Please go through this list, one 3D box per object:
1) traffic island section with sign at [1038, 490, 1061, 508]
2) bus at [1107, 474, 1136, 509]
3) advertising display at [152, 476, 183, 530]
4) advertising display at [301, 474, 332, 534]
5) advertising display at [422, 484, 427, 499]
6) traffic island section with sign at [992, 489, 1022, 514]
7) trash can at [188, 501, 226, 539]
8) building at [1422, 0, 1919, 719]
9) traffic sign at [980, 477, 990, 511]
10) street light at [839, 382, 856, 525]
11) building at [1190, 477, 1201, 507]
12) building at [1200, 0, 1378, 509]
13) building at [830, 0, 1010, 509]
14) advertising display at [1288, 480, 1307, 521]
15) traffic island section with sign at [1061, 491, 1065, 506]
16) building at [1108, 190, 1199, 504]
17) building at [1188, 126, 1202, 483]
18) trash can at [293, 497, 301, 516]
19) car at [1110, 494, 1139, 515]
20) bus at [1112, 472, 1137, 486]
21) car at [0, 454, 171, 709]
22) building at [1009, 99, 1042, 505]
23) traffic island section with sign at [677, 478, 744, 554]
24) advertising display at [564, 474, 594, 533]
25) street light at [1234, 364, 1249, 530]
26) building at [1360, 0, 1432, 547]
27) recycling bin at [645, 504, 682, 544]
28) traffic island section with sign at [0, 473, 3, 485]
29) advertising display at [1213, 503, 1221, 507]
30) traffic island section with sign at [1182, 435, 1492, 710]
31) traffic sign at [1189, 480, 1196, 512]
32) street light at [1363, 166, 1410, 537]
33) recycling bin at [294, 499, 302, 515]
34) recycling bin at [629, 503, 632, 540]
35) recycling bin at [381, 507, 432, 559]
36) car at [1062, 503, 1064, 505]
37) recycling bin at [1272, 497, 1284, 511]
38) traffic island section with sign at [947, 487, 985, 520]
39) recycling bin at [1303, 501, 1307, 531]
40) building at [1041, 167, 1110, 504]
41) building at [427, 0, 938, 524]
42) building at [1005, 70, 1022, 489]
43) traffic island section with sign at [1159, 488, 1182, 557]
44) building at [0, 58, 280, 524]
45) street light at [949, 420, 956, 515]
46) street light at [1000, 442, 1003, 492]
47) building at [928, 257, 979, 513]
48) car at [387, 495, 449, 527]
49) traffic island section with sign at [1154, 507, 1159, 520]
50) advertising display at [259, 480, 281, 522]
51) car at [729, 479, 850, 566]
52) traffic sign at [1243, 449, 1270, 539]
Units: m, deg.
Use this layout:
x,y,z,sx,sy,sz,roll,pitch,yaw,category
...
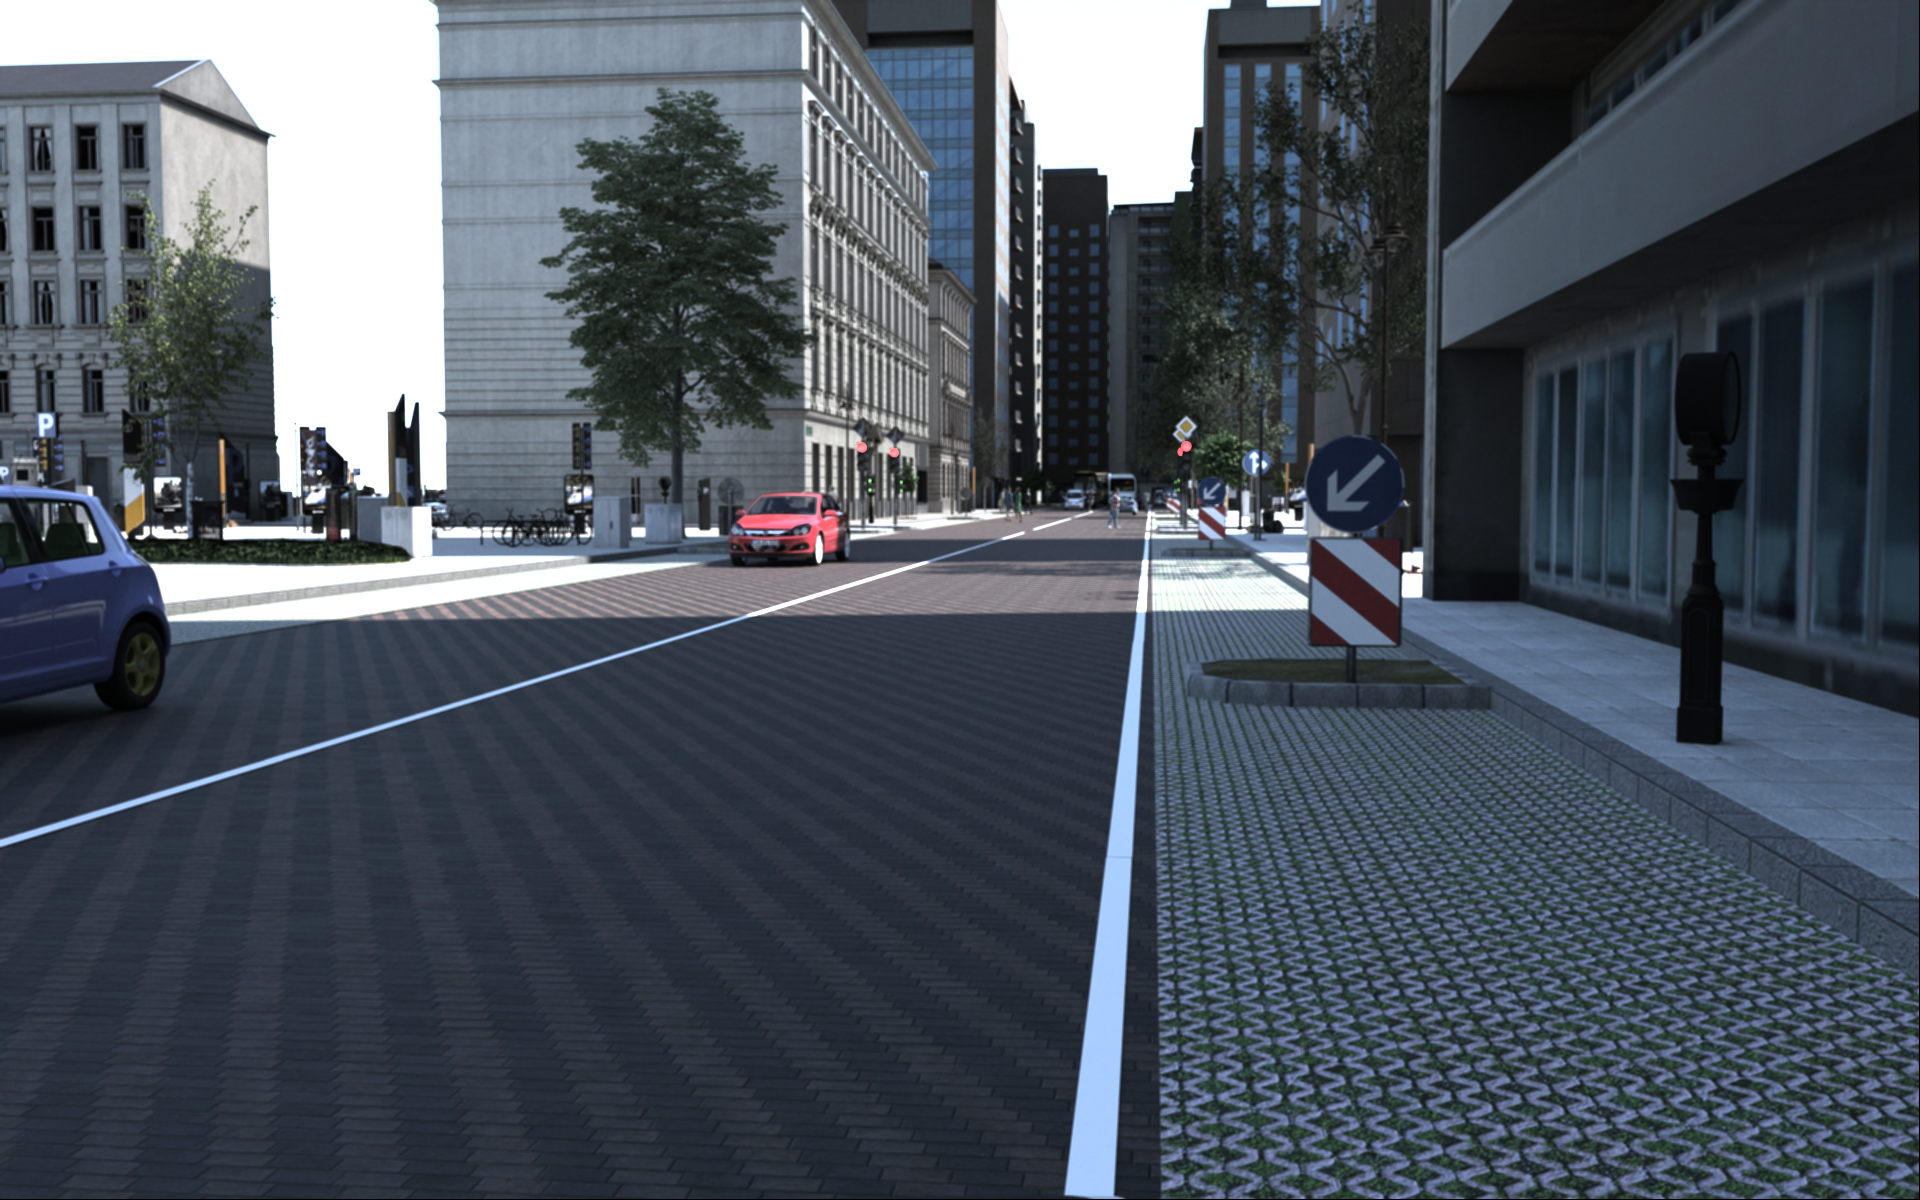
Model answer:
x,y,z,sx,sy,sz,roll,pitch,yaw,category
8.806,-10.022,172.479,1.989,1.847,2.006,0,4,6,traffic island section with sign
15.761,-10.629,168.649,2.948,3.499,13.247,0,4,5,bus
-28.263,-3.462,61.813,0.974,1.923,0.123,-2,4,-35,advertising display
-20.651,-3.084,55.643,0.974,1.923,0.123,-3,5,-43,advertising display
-33.338,-6.275,107.807,0.123,1.923,0.974,-2,4,-27,advertising display
3.363,-6.999,123.062,1.989,1.847,2.006,0,4,6,traffic island section with sign
-16.110,-1.556,37.090,0.748,1.137,0.748,0,3,0,trash can
15.198,-23.538,8.547,21.300,48.544,21.600,0,4,6,building
1.864,-7.815,127.878,0.768,2.556,0.104,1,4,14,traffic sign
-4.659,-6.053,71.749,0.468,5.910,1.993,0,4,6,street light
39.891,-29.603,175.897,32.217,40.220,23.993,0,4,6,building
29.129,-31.043,157.657,14.600,45.320,14.200,0,4,6,building
-3.075,-30.817,153.965,14.600,45.320,14.200,0,4,6,building
15.906,-4.658,81.377,0.974,1.923,0.123,1,4,9,advertising display
11.761,-11.660,199.273,1.989,1.847,2.006,0,4,6,traffic island section with sign
27.238,-33.774,235.792,14.086,41.232,14.154,0,4,6,building
37.976,-33.527,202.792,22.147,44.769,28.867,0,4,6,building
-38.848,-5.473,101.141,0.748,1.137,0.748,0,3,0,trash can
11.211,-6.503,118.330,2.014,1.417,4.499,0,4,8,car
17.836,-12.105,189.461,2.896,3.916,12.252,0,4,6,bus
-6.373,-0.045,10.330,1.945,1.707,3.694,0,4,4,car
-1.187,-35.911,210.850,21.600,48.544,21.300,0,4,6,building
-5.606,-2.029,41.809,1.989,1.847,2.006,0,4,6,traffic island section with sign
-12.479,-3.153,56.758,0.974,1.923,0.123,-2,4,-32,advertising display
9.970,-5.423,61.458,0.468,5.910,1.993,0,4,6,street light
17.408,-24.235,46.349,14.600,45.320,14.200,0,4,6,building
-7.631,-1.958,44.562,0.722,1.027,0.722,1,4,20,recycling bin
-8.636,-0.352,14.383,1.989,1.847,2.006,0,4,6,traffic island section with sign
12.679,-4.930,85.815,0.123,1.923,0.974,2,4,35,advertising display
2.641,-0.236,12.480,1.989,1.847,2.006,0,4,6,traffic island section with sign
16.947,-7.581,126.084,0.606,2.300,0.079,1,4,15,traffic sign
6.080,-3.183,24.834,0.468,5.910,1.993,0,4,6,street light
-41.276,-5.810,107.543,0.722,1.027,0.722,-1,4,-17,recycling bin
-9.602,-2.180,48.205,0.722,1.027,0.722,1,4,16,recycling bin
-11.073,-1.353,34.669,0.722,1.027,0.722,1,4,13,recycling bin
13.652,-12.779,218.533,1.945,1.707,3.694,0,4,5,car
23.690,-7.120,128.965,0.722,1.027,0.722,1,4,21,recycling bin
0.366,-5.347,96.046,1.989,1.847,2.006,0,4,6,traffic island section with sign
12.223,-2.863,59.364,0.722,1.027,0.722,-1,4,-11,recycling bin
13.138,-35.885,236.832,14.200,45.320,14.600,0,4,6,building
-12.020,-19.445,94.336,17.030,29.872,44.131,0,4,6,building
-5.274,-31.896,176.123,22.147,44.769,28.867,0,4,6,building
5.672,-1.916,39.952,1.989,1.847,2.006,0,4,6,traffic island section with sign
-42.480,-14.122,80.044,18.267,20.994,9.793,0,4,6,building
-0.486,-8.309,108.637,0.468,5.910,1.993,0,4,6,street light
3.527,-10.570,145.610,0.468,5.910,1.993,0,4,6,street light
-4.858,-15.969,125.718,10.561,19.102,19.286,0,4,6,building
-23.088,-3.570,70.367,4.499,1.417,2.014,1,4,8,car
11.752,-5.285,95.035,1.989,1.847,2.006,0,4,6,traffic island section with sign
-32.259,-4.634,80.986,0.974,1.923,0.123,-2,4,-35,advertising display
-3.491,-1.644,35.919,2.155,1.783,4.494,0,4,8,car
8.359,-2.983,48.880,0.768,2.556,0.104,1,4,10,traffic sign
